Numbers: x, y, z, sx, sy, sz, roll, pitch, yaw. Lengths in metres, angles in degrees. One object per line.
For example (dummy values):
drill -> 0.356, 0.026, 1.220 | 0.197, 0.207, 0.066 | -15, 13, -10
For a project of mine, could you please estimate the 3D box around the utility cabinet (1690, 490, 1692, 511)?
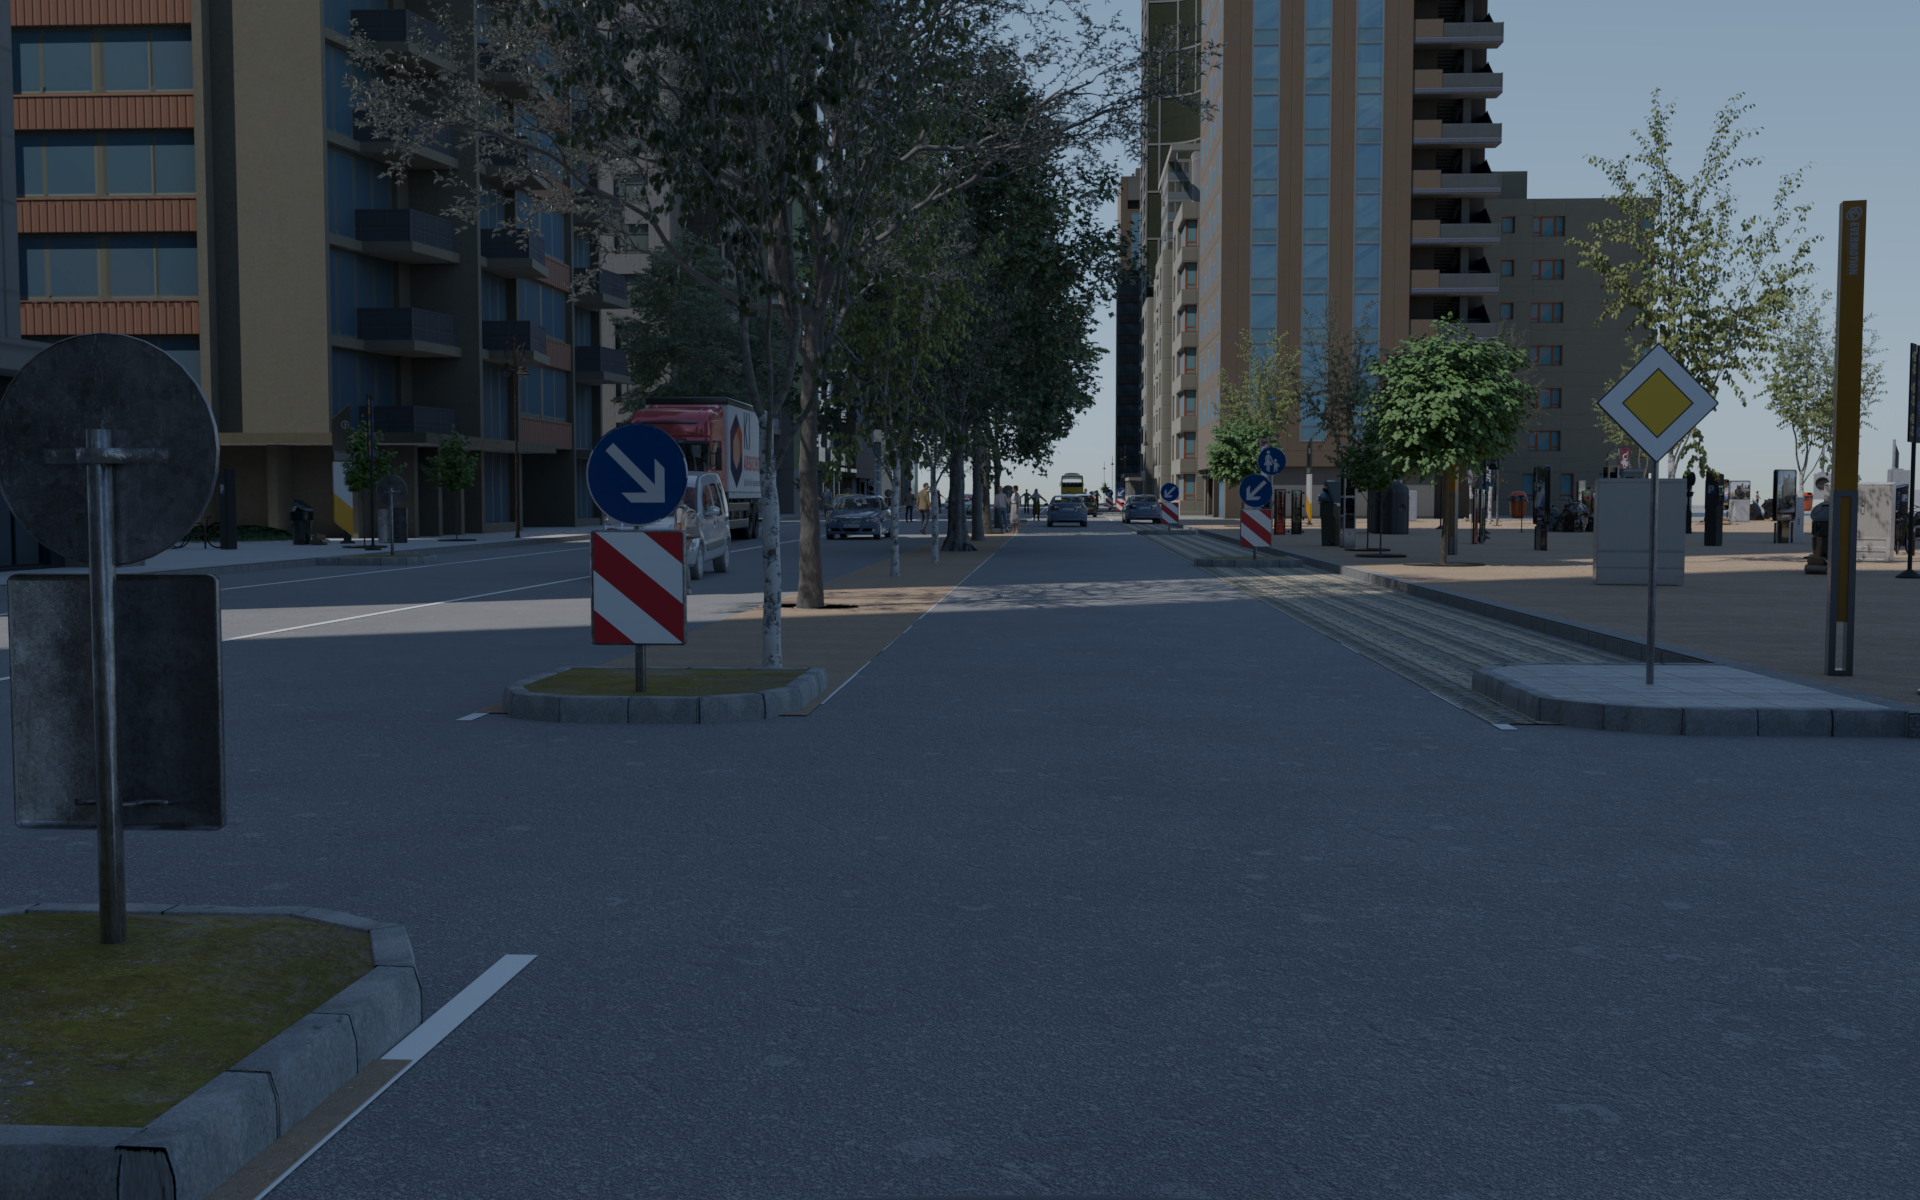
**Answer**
utility cabinet -> 23.375, -2.949, 56.893 | 1.173, 1.500, 0.318 | 0, 4, 7

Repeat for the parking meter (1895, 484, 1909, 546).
parking meter -> 23.327, -2.116, 43.007 | 0.372, 1.533, 0.369 | 0, 3, 0

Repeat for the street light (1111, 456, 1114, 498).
street light -> 18.321, -14.411, 208.404 | 0.468, 5.910, 1.993 | 0, 4, 3

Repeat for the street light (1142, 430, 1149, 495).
street light -> 13.406, -9.319, 125.158 | 0.468, 5.910, 1.993 | 0, 4, 3

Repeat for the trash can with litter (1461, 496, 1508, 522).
trash can with litter -> 24.275, -4.239, 80.361 | 2.233, 1.210, 1.678 | 2, 4, 24

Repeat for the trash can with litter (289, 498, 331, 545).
trash can with litter -> -16.335, -1.969, 43.588 | 1.055, 1.170, 0.624 | 1, 4, 17

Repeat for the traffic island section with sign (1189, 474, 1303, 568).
traffic island section with sign -> 5.692, -1.580, 34.466 | 1.989, 1.847, 2.006 | 0, 4, 3

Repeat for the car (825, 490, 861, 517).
car -> -4.920, -4.056, 76.542 | 2.015, 1.641, 3.980 | 0, 4, 2

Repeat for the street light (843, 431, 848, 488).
street light -> -8.395, -9.448, 127.261 | 0.468, 5.910, 1.993 | 0, 4, 3

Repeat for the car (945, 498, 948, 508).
car -> -0.489, -9.892, 174.098 | 2.083, 1.381, 4.827 | 0, 4, 4

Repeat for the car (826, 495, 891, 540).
car -> -3.215, -2.690, 55.988 | 2.014, 1.417, 4.499 | 0, 4, 5

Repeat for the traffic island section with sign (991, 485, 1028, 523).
traffic island section with sign -> 2.377, -4.809, 86.766 | 2.006, 1.907, 1.989 | 0, 4, 3

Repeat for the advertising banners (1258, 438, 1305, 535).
advertising banners -> 10.082, -3.562, 54.419 | 2.074, 3.025, 0.090 | -2, 4, -35

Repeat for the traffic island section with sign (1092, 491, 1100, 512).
traffic island section with sign -> 11.812, -7.944, 138.514 | 1.989, 1.847, 2.006 | 0, 4, 3

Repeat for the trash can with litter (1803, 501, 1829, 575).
trash can with litter -> 13.972, -1.008, 27.861 | 0.624, 1.170, 1.055 | 3, 4, 38

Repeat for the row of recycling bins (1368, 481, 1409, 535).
row of recycling bins -> 13.925, -3.024, 56.552 | 1.069, 1.692, 3.534 | 0, 4, 5

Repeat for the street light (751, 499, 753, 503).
street light -> -10.747, -7.133, 89.410 | 0.468, 5.910, 1.993 | 0, 4, 3

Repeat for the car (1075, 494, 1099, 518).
car -> 7.599, -5.947, 107.025 | 2.009, 1.686, 4.222 | 0, 4, 4

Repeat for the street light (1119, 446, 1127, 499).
street light -> 15.953, -12.139, 171.256 | 0.468, 5.910, 1.993 | 0, 4, 3

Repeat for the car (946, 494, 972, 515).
car -> 0.285, -5.580, 103.036 | 2.131, 1.459, 4.920 | 0, 4, 4

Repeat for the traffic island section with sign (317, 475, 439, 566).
traffic island section with sign -> -11.841, -1.647, 35.551 | 1.989, 1.847, 2.006 | 0, 4, 3

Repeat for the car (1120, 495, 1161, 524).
car -> 8.835, -4.414, 84.175 | 2.014, 1.417, 4.499 | 0, 4, 2

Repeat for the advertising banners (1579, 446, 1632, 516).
advertising banners -> 23.710, -4.123, 63.591 | 2.074, 3.025, 0.090 | -1, 4, -10

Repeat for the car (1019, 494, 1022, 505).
car -> 7.461, -13.859, 235.640 | 2.155, 1.783, 4.494 | 0, 4, 2

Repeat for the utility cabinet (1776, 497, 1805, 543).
utility cabinet -> 22.074, -2.132, 46.022 | 1.020, 1.237, 0.306 | -3, 5, -41

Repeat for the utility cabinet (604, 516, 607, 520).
utility cabinet -> -17.973, -4.677, 85.141 | 1.173, 1.500, 0.318 | 0, 4, 7

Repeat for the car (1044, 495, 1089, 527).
car -> 4.719, -3.951, 76.596 | 2.014, 1.417, 4.499 | 0, 4, 2

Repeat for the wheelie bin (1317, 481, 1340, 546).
wheelie bin -> 9.259, -2.133, 42.777 | 0.980, 1.594, 0.693 | -1, 4, -23

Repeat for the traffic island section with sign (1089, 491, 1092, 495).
traffic island section with sign -> 15.039, -11.291, 193.242 | 1.989, 1.847, 2.006 | 0, 4, 3

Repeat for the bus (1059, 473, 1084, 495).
bus -> 12.913, -12.739, 199.833 | 2.896, 3.916, 12.252 | 0, 4, 3

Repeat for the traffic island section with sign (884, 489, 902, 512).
traffic island section with sign -> -5.738, -8.008, 139.553 | 1.989, 1.847, 2.006 | 0, 4, 3

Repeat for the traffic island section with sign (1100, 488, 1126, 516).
traffic island section with sign -> 10.227, -6.298, 111.606 | 1.989, 1.847, 2.006 | 0, 4, 3

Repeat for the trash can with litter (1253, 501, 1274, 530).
trash can with litter -> 8.604, -2.322, 49.354 | 0.624, 1.170, 1.055 | 0, 4, 5

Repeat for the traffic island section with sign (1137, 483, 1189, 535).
traffic island section with sign -> 7.284, -3.229, 61.419 | 1.989, 1.847, 2.006 | 0, 4, 3

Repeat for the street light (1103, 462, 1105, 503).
street light -> 20.447, -16.684, 245.565 | 0.468, 5.910, 1.993 | 0, 4, 3

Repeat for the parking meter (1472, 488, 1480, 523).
parking meter -> 22.812, -4.163, 76.478 | 0.372, 1.533, 0.369 | 0, 3, 0

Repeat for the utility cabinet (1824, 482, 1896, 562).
utility cabinet -> 17.011, -1.475, 32.789 | 1.173, 1.500, 0.318 | 3, 5, 40

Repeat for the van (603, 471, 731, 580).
van -> -5.099, -1.422, 30.266 | 2.013, 2.044, 4.112 | 0, 4, 2

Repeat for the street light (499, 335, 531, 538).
street light -> -12.942, -4.753, 50.502 | 0.468, 5.910, 1.993 | 0, 4, 3

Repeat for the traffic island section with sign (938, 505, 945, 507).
traffic island section with sign -> -2.492, -11.364, 194.428 | 1.989, 1.847, 2.006 | 0, 4, 3

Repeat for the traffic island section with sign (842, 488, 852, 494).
traffic island section with sign -> -7.312, -6.358, 112.584 | 1.989, 1.847, 2.006 | 0, 4, 3

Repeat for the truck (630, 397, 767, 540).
truck -> -7.818, -3.884, 52.424 | 2.839, 4.237, 11.283 | 0, 4, 2

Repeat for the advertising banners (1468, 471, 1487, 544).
advertising banners -> 13.198, -2.940, 44.265 | 0.090, 3.025, 2.074 | 2, 4, 29

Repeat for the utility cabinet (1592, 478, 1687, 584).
utility cabinet -> 9.562, -0.961, 24.392 | 1.173, 1.500, 0.318 | 1, 4, 10

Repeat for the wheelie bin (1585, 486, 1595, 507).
wheelie bin -> 24.421, -3.597, 66.723 | 0.693, 1.594, 0.980 | -2, 4, -24

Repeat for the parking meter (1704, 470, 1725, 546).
parking meter -> 18.622, -2.265, 42.748 | 0.255, 1.863, 0.399 | -2, 4, -30

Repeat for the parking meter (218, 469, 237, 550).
parking meter -> -16.936, -2.101, 40.055 | 0.399, 1.863, 0.255 | 3, 5, 42
